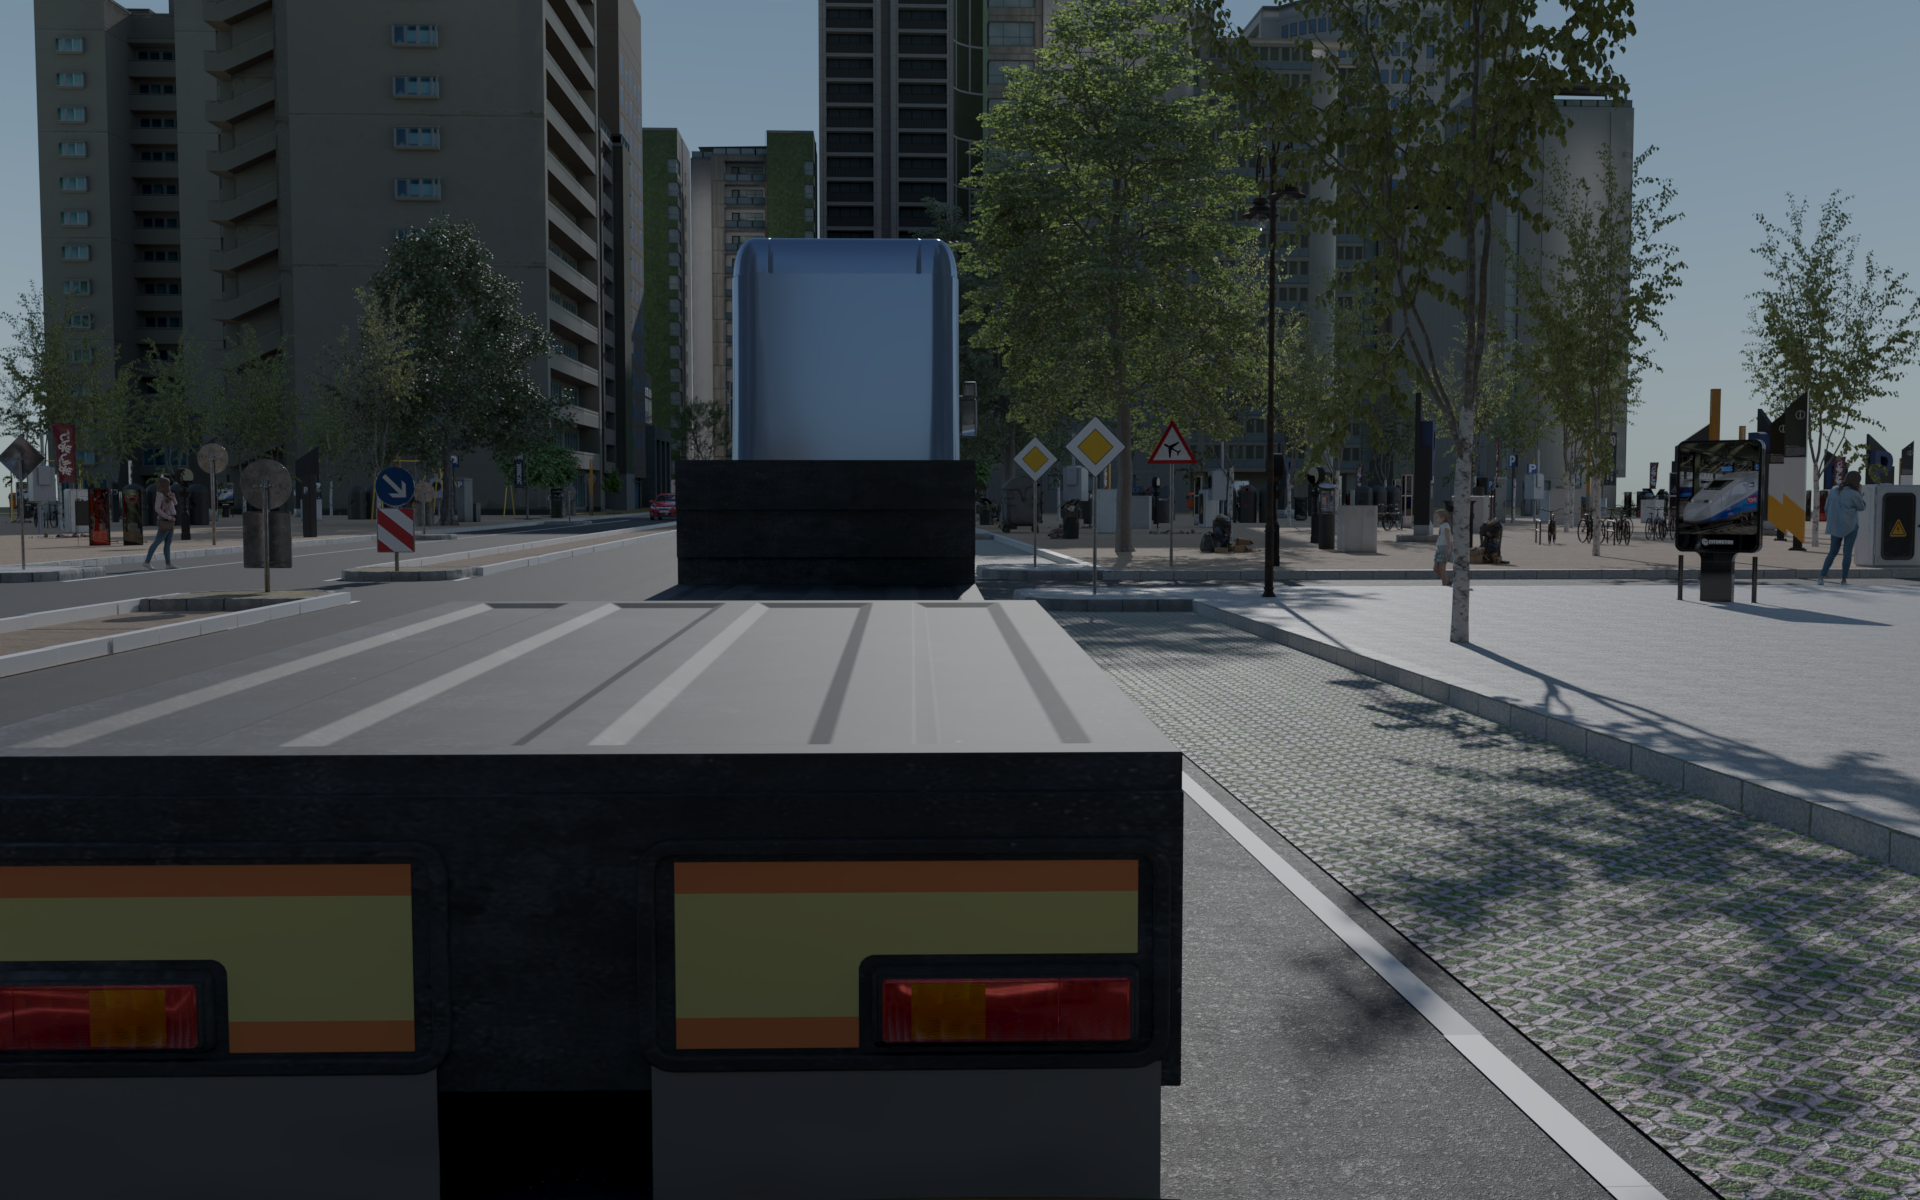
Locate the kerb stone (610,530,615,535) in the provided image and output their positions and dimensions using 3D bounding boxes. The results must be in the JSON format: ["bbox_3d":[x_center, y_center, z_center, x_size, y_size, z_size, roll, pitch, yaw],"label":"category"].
[{"bbox_3d":[-12.074,-2.277,59.427,0.120,0.150,1.000,0,4,-3],"label":"kerb stone"}]

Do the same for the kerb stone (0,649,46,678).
[{"bbox_3d":[-7.554,0.508,13.936,0.120,0.150,1.000,0,4,-3],"label":"kerb stone"}]

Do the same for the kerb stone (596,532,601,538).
[{"bbox_3d":[-11.920,-2.090,56.361,0.120,0.150,1.000,0,4,-3],"label":"kerb stone"}]

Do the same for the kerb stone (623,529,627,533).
[{"bbox_3d":[-12.240,-2.465,62.495,0.120,0.150,1.000,0,4,-3],"label":"kerb stone"}]

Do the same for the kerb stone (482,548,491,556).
[{"bbox_3d":[-11.043,-1.086,39.966,0.120,0.150,1.000,0,4,-3],"label":"kerb stone"}]

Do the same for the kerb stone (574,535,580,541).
[{"bbox_3d":[-11.695,-1.839,52.266,0.120,0.150,1.000,0,4,-3],"label":"kerb stone"}]

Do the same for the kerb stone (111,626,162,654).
[{"bbox_3d":[-7.659,0.380,15.985,0.120,0.150,1.000,0,4,-3],"label":"kerb stone"}]

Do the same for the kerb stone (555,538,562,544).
[{"bbox_3d":[-11.534,-1.651,49.191,0.120,0.150,1.000,0,4,-3],"label":"kerb stone"}]

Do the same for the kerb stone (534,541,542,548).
[{"bbox_3d":[-11.360,-1.463,46.118,0.120,0.150,1.000,0,4,-3],"label":"kerb stone"}]

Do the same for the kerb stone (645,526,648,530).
[{"bbox_3d":[-12.572,-2.839,68.634,0.120,0.150,1.000,0,4,-3],"label":"kerb stone"}]

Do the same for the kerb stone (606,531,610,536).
[{"bbox_3d":[-12.024,-2.212,58.407,0.120,0.150,1.000,0,4,-3],"label":"kerb stone"}]

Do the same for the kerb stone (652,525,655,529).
[{"bbox_3d":[-12.676,-2.963,70.677,0.120,0.150,1.000,0,4,-3],"label":"kerb stone"}]

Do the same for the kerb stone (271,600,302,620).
[{"bbox_3d":[-7.881,0.130,20.078,0.120,0.150,1.000,0,4,-3],"label":"kerb stone"}]

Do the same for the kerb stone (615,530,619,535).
[{"bbox_3d":[-12.130,-2.340,60.448,0.120,0.150,1.000,0,4,-3],"label":"kerb stone"}]

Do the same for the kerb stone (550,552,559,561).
[{"bbox_3d":[-8.774,-0.906,37.010,0.120,0.150,1.000,0,4,-3],"label":"kerb stone"}]

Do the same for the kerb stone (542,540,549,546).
[{"bbox_3d":[-11.419,-1.526,47.138,0.120,0.150,1.000,0,4,-3],"label":"kerb stone"}]

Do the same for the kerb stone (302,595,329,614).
[{"bbox_3d":[-7.934,0.067,21.104,0.120,0.150,1.000,0,4,-3],"label":"kerb stone"}]

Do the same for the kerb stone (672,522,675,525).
[{"bbox_3d":[-13.054,-3.404,77.846,0.120,0.150,1.000,0,4,-3],"label":"kerb stone"}]

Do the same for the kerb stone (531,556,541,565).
[{"bbox_3d":[-8.667,-0.781,34.965,0.120,0.150,1.000,0,4,-3],"label":"kerb stone"}]

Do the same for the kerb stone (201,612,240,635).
[{"bbox_3d":[-7.771,0.255,18.037,0.120,0.150,1.000,0,4,-3],"label":"kerb stone"}]

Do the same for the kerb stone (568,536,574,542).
[{"bbox_3d":[-11.646,-1.773,51.245,0.120,0.150,1.000,0,4,-3],"label":"kerb stone"}]

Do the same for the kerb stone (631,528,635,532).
[{"bbox_3d":[-12.342,-2.585,64.537,0.120,0.150,1.000,0,4,-3],"label":"kerb stone"}]

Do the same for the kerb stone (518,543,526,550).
[{"bbox_3d":[-11.268,-1.333,44.071,0.120,0.150,1.000,0,4,-3],"label":"kerb stone"}]

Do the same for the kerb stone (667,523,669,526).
[{"bbox_3d":[-12.945,-3.279,75.800,0.120,0.150,1.000,0,4,-3],"label":"kerb stone"}]

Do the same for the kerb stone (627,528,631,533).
[{"bbox_3d":[-12.290,-2.527,63.516,0.120,0.150,1.000,0,4,-3],"label":"kerb stone"}]

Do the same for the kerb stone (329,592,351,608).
[{"bbox_3d":[-7.994,0.006,22.124,0.120,0.150,1.000,0,4,-3],"label":"kerb stone"}]

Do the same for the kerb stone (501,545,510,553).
[{"bbox_3d":[-11.150,-1.212,42.014,0.120,0.150,1.000,0,4,-3],"label":"kerb stone"}]

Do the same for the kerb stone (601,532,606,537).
[{"bbox_3d":[-11.964,-2.152,57.382,0.120,0.150,1.000,0,4,-3],"label":"kerb stone"}]

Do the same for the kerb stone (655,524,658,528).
[{"bbox_3d":[-12.734,-3.021,71.698,0.120,0.150,1.000,0,4,-3],"label":"kerb stone"}]

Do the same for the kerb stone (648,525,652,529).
[{"bbox_3d":[-12.614,-2.903,69.655,0.120,0.150,1.000,0,4,-3],"label":"kerb stone"}]

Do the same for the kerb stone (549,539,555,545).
[{"bbox_3d":[-11.472,-1.588,48.167,0.120,0.150,1.000,0,4,-3],"label":"kerb stone"}]

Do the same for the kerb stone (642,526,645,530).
[{"bbox_3d":[-12.513,-2.778,67.613,0.120,0.150,1.000,0,4,-3],"label":"kerb stone"}]

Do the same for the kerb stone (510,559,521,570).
[{"bbox_3d":[-8.564,-0.656,32.923,0.120,0.150,1.000,0,4,-3],"label":"kerb stone"}]

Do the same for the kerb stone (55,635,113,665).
[{"bbox_3d":[-7.618,0.443,14.956,0.120,0.150,1.000,0,4,-3],"label":"kerb stone"}]

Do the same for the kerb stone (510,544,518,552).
[{"bbox_3d":[-11.201,-1.275,43.048,0.120,0.150,1.000,0,4,-3],"label":"kerb stone"}]

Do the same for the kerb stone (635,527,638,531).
[{"bbox_3d":[-12.400,-2.653,65.566,0.120,0.150,1.000,0,4,-3],"label":"kerb stone"}]

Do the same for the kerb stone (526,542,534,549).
[{"bbox_3d":[-11.313,-1.400,45.092,0.120,0.150,1.000,0,4,-3],"label":"kerb stone"}]

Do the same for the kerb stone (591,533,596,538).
[{"bbox_3d":[-11.861,-2.027,55.341,0.120,0.150,1.000,0,4,-3],"label":"kerb stone"}]

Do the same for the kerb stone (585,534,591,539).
[{"bbox_3d":[-11.807,-1.965,54.319,0.120,0.150,1.000,0,4,-3],"label":"kerb stone"}]

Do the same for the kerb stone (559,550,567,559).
[{"bbox_3d":[-8.843,-0.969,38.039,0.120,0.150,1.000,0,4,-3],"label":"kerb stone"}]

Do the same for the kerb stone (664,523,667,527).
[{"bbox_3d":[-12.892,-3.216,74.772,0.120,0.150,1.000,0,4,-3],"label":"kerb stone"}]

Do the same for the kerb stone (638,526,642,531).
[{"bbox_3d":[-12.454,-2.711,66.593,0.120,0.150,1.000,0,4,-3],"label":"kerb stone"}]

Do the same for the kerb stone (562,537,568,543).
[{"bbox_3d":[-11.590,-1.714,50.211,0.120,0.150,1.000,0,4,-3],"label":"kerb stone"}]

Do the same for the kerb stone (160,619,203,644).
[{"bbox_3d":[-7.717,0.317,17.012,0.120,0.150,1.000,0,4,-3],"label":"kerb stone"}]

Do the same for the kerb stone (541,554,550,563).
[{"bbox_3d":[-8.718,-0.835,35.990,0.120,0.150,1.000,0,4,-3],"label":"kerb stone"}]

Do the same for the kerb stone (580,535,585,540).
[{"bbox_3d":[-11.749,-1.901,53.291,0.120,0.150,1.000,0,4,-3],"label":"kerb stone"}]

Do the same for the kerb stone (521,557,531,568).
[{"bbox_3d":[-8.622,-0.719,33.944,0.120,0.150,1.000,0,4,-3],"label":"kerb stone"}]

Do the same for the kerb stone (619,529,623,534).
[{"bbox_3d":[-12.186,-2.400,61.471,0.120,0.150,1.000,0,4,-3],"label":"kerb stone"}]

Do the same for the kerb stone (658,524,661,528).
[{"bbox_3d":[-12.783,-3.085,72.727,0.120,0.150,1.000,0,4,-3],"label":"kerb stone"}]

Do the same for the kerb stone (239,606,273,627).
[{"bbox_3d":[-7.825,0.192,19.057,0.120,0.150,1.000,0,4,-3],"label":"kerb stone"}]

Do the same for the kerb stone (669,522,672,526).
[{"bbox_3d":[-13.006,-3.334,76.825,0.120,0.150,1.000,0,4,-3],"label":"kerb stone"}]

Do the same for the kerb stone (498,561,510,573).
[{"bbox_3d":[-8.504,-0.590,31.891,0.120,0.150,1.000,0,4,-3],"label":"kerb stone"}]

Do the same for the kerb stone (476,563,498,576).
[{"bbox_3d":[-8.447,-0.531,30.870,0.120,0.150,1.000,0,4,-3],"label":"kerb stone"}]

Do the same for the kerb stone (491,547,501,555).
[{"bbox_3d":[-11.099,-1.148,40.990,0.120,0.150,1.000,0,4,-3],"label":"kerb stone"}]

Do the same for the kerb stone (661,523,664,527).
[{"bbox_3d":[-12.841,-3.153,73.751,0.120,0.150,1.000,0,4,-3],"label":"kerb stone"}]
